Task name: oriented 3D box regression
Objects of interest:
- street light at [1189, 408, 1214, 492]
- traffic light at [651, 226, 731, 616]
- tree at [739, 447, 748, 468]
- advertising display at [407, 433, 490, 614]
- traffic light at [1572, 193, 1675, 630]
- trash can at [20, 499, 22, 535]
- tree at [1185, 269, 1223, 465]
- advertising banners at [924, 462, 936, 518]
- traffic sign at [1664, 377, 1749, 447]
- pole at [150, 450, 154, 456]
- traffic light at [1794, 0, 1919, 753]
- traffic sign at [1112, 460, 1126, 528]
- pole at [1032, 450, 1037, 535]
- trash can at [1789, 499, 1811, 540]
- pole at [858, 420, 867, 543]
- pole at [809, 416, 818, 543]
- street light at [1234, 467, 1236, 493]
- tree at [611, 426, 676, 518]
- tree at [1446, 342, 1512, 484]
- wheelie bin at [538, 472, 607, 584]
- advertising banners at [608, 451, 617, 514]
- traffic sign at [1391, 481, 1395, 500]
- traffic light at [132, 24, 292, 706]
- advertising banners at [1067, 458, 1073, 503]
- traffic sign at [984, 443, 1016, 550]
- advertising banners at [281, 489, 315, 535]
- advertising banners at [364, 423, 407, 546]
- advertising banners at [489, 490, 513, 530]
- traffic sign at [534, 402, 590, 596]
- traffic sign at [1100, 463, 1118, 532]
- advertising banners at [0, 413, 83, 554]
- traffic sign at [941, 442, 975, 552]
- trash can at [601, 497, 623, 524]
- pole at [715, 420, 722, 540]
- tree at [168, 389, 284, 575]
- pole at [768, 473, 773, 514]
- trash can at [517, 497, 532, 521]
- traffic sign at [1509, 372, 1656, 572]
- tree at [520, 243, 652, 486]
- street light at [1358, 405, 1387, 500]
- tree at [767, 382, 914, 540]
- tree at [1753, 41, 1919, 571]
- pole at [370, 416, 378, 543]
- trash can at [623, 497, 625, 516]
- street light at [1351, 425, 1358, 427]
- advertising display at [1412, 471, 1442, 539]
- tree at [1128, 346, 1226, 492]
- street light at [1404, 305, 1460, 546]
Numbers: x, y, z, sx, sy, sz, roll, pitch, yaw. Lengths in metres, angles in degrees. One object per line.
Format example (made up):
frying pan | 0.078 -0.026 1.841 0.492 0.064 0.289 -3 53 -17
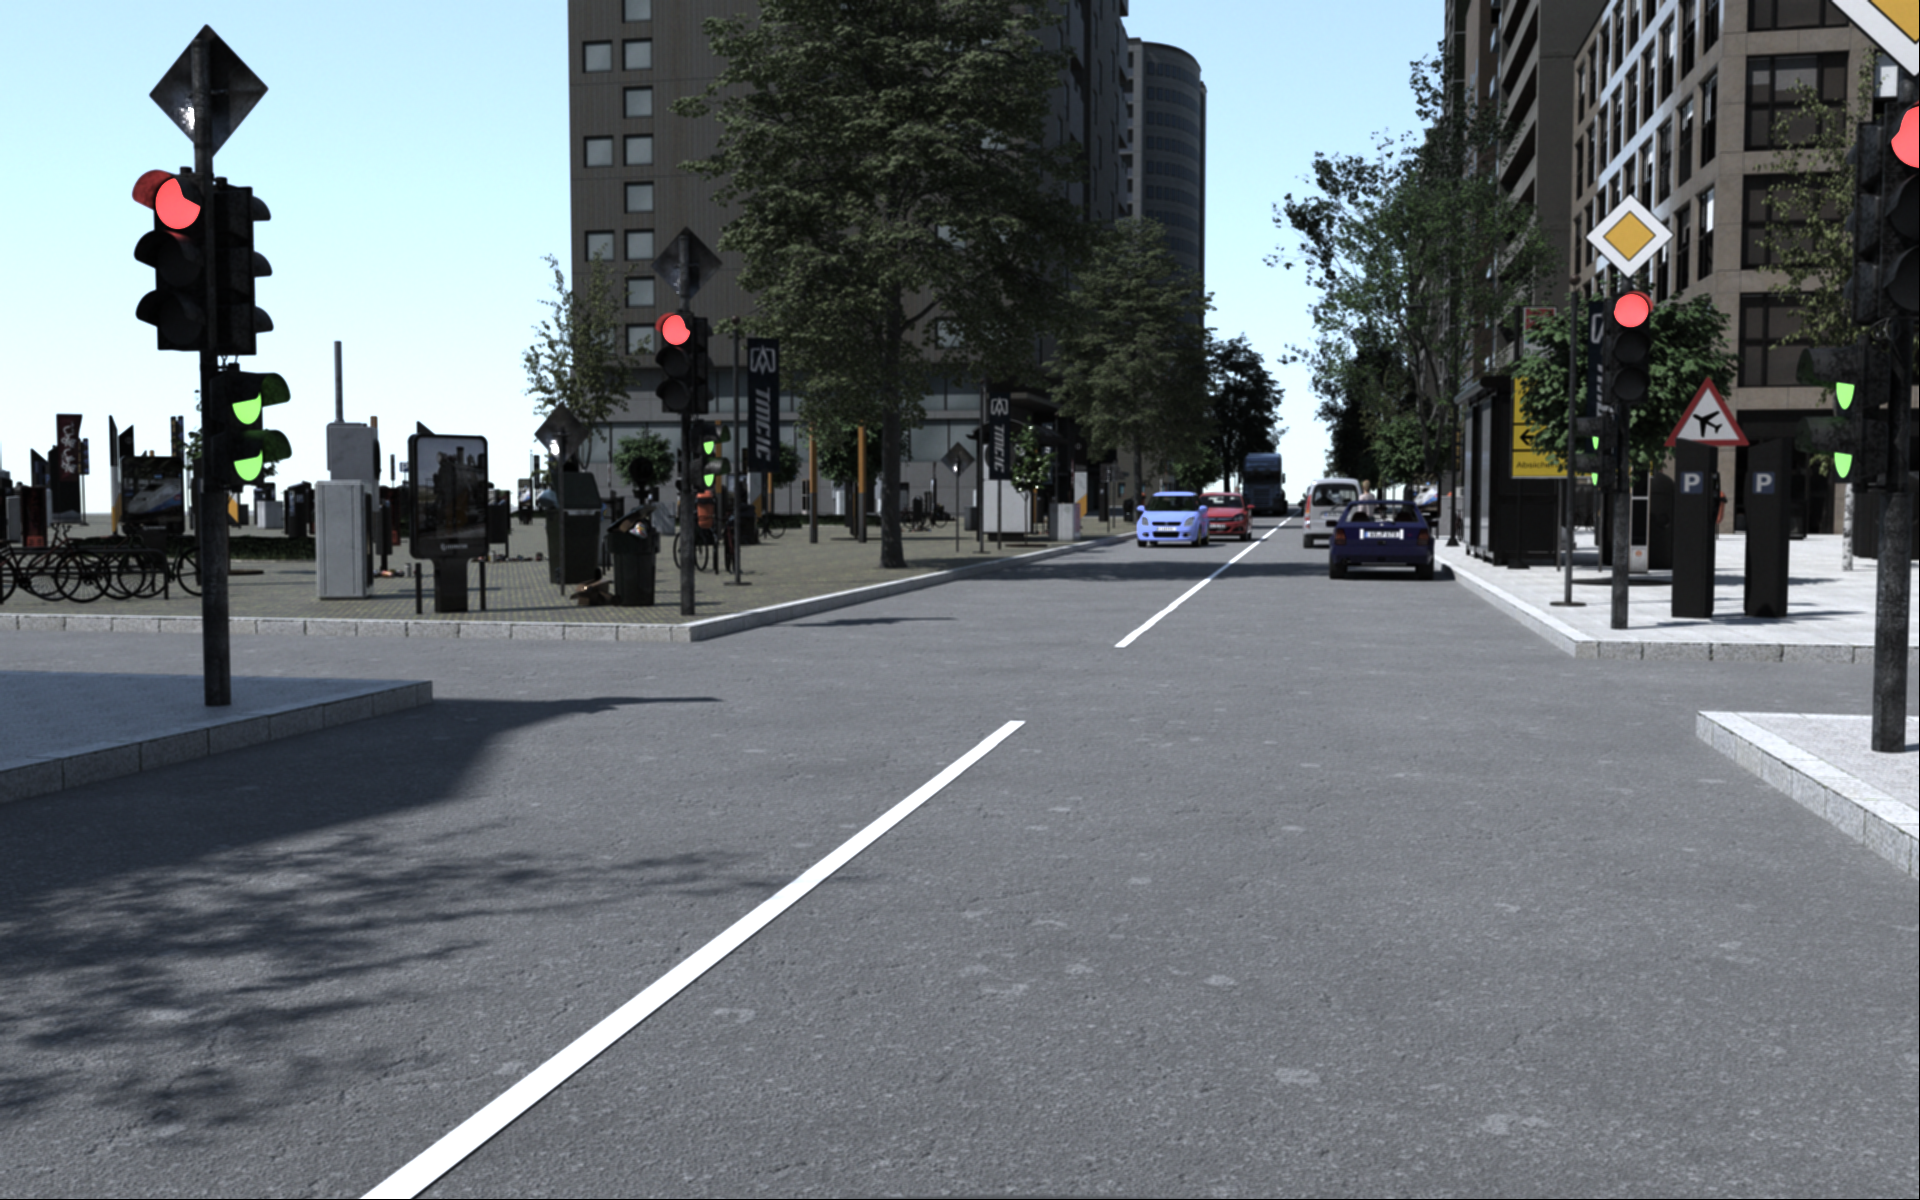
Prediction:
street light | 12.930 -7.384 93.263 1.470 5.913 1.316 1 4 12
traffic light | -2.868 -1.793 18.235 0.839 4.253 0.868 1 4 12
tree | -9.904 -6.554 90.874 4.285 4.588 4.351 0 3 0
advertising display | -5.543 -0.832 18.818 0.123 1.923 0.974 3 4 36
traffic light | 6.250 -1.678 16.354 0.839 4.253 0.868 1 4 12
trash can | -29.368 -2.608 54.298 0.748 1.137 0.748 0 3 0
tree | 6.942 -9.373 71.376 7.486 12.596 7.792 0 3 0
advertising banners | -1.586 -5.977 93.908 0.090 3.025 2.074 1 4 17
traffic sign | 8.299 -1.181 19.306 0.884 2.594 0.081 1 4 14
pole | -37.449 -5.292 80.363 0.158 3.312 0.155 0 3 0
traffic light | 4.617 -1.200 8.537 0.839 4.253 0.868 1 4 12
traffic sign | 5.808 -3.993 65.284 0.884 2.594 0.081 1 4 18
pole | 2.340 -3.690 54.172 0.158 3.312 0.155 0 3 0
trash can | 23.329 -2.247 48.387 0.748 1.137 0.748 0 3 0
pole | -2.558 -3.151 45.363 0.158 3.312 0.155 0 3 0
pole | -3.812 -3.131 45.038 0.158 3.312 0.155 0 3 0
street light | 22.936 -10.298 140.912 1.470 5.913 1.316 1 4 12
tree | -15.206 -6.104 83.520 4.285 4.588 4.351 0 3 0
tree | 25.885 -8.206 84.530 4.737 8.622 4.395 0 3 0
wheelie bin | -5.582 -1.035 24.833 0.980 1.594 0.693 -2 4 -35
advertising banners | -14.367 -4.609 71.547 0.090 3.025 2.074 0 4 -3
traffic sign | 21.012 -5.124 83.880 0.768 2.556 0.104 1 4 12
traffic light | -4.502 -1.315 10.419 0.839 4.253 0.868 1 4 12
advertising banners | 5.429 -5.438 85.094 0.090 3.025 2.074 0 4 -2
traffic sign | 0.908 -2.432 39.875 0.768 2.556 0.104 1 4 21
advertising banners | -20.532 -3.607 55.158 2.074 3.025 0.090 -2 4 -32
advertising banners | -14.115 -2.859 42.927 2.074 3.025 0.090 -1 4 -21
advertising banners | -16.260 -3.832 58.844 2.074 3.025 0.090 0 4 -6
traffic sign | -5.017 -1.262 21.812 0.795 2.450 0.064 1 4 18
traffic sign | 4.972 -3.412 57.912 0.606 2.300 0.079 1 4 17
advertising banners | -20.069 -2.523 37.438 2.074 3.025 0.090 -1 4 -20
traffic sign | -0.054 -2.271 38.320 0.795 2.450 0.064 1 4 18
trash can | -14.084 -3.524 69.271 0.748 1.137 0.748 0 3 0
pole | -6.674 -3.305 47.879 0.158 3.312 0.155 0 3 0
tree | -11.641 -2.014 27.535 1.663 3.219 1.824 0 3 0
pole | -8.752 -5.266 79.937 0.158 3.312 0.155 0 3 0
trash can | -20.645 -4.317 82.228 0.748 1.137 0.748 0 3 0
traffic sign | 10.249 -2.121 28.556 2.265 3.308 0.079 1 4 19
tree | -11.195 -6.179 51.384 4.737 8.622 4.395 0 3 0
street light | 21.528 -7.180 89.938 1.470 5.913 1.316 1 4 12
tree | -3.021 -3.975 48.699 4.285 4.588 4.351 0 3 0
tree | 15.046 -4.791 28.701 4.737 8.622 4.395 0 3 0
pole | -15.300 -3.148 45.312 0.158 3.312 0.155 0 3 0
trash can | -17.241 -4.626 87.293 0.748 1.137 0.748 0 3 0
street light | 27.143 -8.847 117.190 1.470 5.913 1.316 1 4 12
advertising display | 13.319 -2.708 49.485 0.123 1.923 0.974 -2 4 -34
tree | 10.283 -8.372 87.242 4.360 8.622 3.978 0 3 0
street light | 11.588 -4.281 42.527 1.470 5.913 1.316 1 4 12
